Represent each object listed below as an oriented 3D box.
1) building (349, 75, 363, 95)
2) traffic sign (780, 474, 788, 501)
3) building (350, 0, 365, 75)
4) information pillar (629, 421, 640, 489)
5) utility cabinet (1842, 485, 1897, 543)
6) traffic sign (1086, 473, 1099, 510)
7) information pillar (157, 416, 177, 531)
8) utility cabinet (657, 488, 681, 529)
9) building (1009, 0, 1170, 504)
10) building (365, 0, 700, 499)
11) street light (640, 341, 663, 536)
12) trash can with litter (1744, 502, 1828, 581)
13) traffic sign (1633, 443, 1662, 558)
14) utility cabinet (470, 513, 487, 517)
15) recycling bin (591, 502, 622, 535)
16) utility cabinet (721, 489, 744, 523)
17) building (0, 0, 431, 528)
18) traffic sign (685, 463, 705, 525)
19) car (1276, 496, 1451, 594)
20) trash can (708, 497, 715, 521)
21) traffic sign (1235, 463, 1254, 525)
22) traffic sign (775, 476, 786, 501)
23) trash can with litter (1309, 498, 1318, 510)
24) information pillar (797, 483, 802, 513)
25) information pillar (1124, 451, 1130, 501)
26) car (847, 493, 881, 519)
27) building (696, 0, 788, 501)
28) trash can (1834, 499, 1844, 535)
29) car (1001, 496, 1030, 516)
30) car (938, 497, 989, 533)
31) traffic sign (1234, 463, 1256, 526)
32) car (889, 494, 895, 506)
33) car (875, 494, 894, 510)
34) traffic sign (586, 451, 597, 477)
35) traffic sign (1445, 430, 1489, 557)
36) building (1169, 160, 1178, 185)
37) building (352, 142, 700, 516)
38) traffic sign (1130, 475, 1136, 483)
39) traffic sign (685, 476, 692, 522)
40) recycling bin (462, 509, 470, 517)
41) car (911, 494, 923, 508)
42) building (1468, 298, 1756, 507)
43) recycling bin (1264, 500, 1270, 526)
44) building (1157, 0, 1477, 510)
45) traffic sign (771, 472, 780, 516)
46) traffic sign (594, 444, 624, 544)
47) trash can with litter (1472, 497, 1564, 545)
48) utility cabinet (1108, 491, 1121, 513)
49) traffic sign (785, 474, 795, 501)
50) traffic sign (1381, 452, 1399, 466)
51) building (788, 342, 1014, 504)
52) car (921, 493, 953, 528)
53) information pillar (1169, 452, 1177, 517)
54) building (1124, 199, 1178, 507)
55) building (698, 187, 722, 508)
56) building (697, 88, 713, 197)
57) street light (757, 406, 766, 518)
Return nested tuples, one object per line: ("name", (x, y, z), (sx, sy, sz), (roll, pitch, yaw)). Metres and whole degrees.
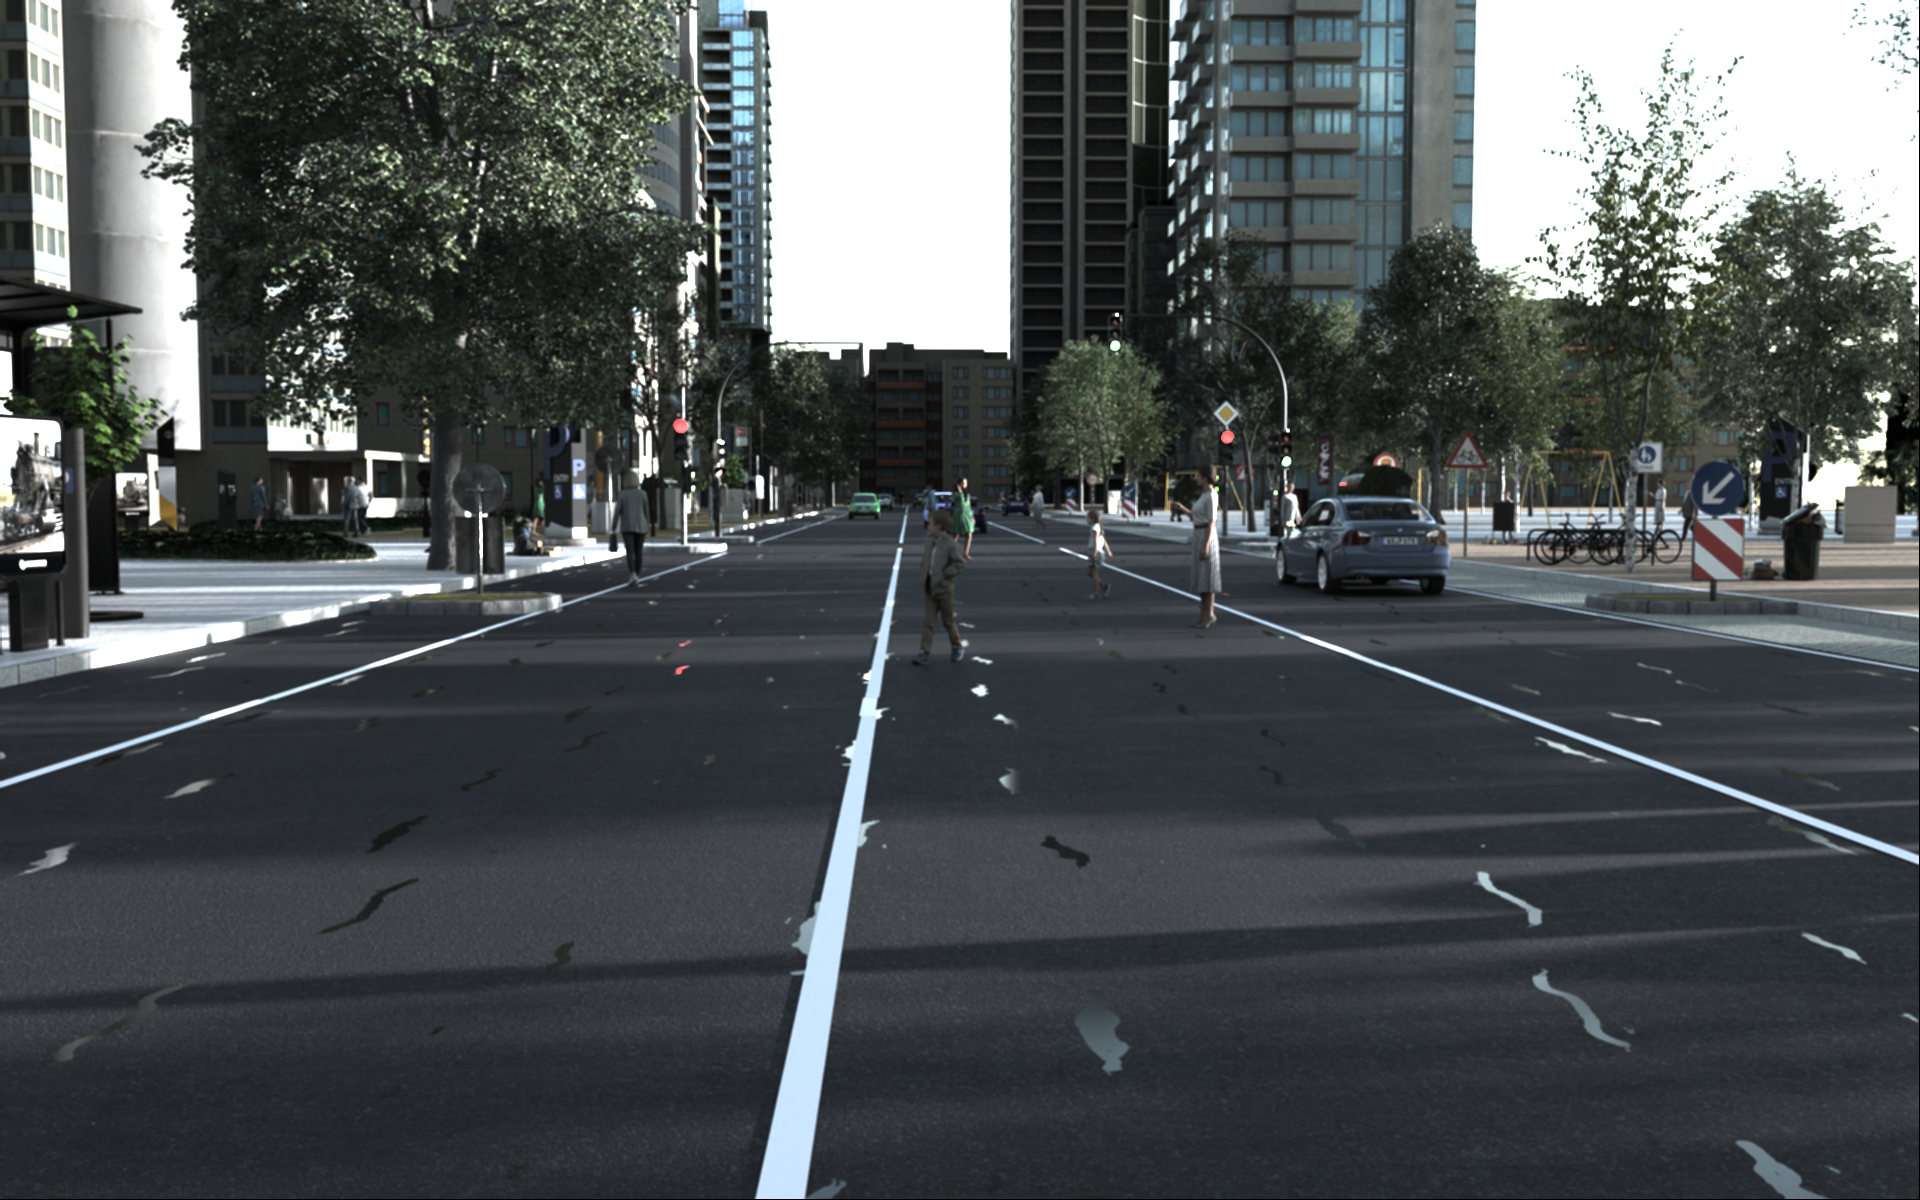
("building", (-61.733, -32.568, 182.603), (14.200, 45.320, 14.600), (0, 4, -2))
("traffic sign", (-11.546, -6.866, 112.362), (0.768, 2.556, 0.104), (0, 4, 7))
("building", (-68.940, -56.065, 229.331), (31.000, 86.520, 22.319), (0, 4, -2))
("information pillar", (-10.421, -3.925, 55.522), (0.183, 3.616, 0.504), (1, 4, 22))
("utility cabinet", (23.471, -2.203, 44.697), (1.173, 1.500, 0.318), (1, 4, 18))
("traffic sign", (8.106, -6.485, 106.132), (0.768, 2.556, 0.104), (0, 4, 4))
("information pillar", (-23.851, -3.716, 52.113), (0.504, 3.616, 0.183), (-1, 4, -21))
("utility cabinet", (-10.591, -3.333, 63.166), (0.318, 1.500, 1.173), (-3, 5, -42))
("building", (17.321, -48.456, 230.512), (20.611, 71.187, 20.563), (0, 4, -2))
("building", (-33.350, -36.526, 139.199), (21.231, 58.520, 28.212), (0, 4, -2))
("street light", (-9.305, -4.866, 52.343), (0.468, 5.910, 1.993), (0, 4, -2))
("trash can with litter", (12.267, -0.878, 25.742), (1.055, 1.170, 0.624), (1, 4, 12))
("traffic sign", (13.588, -1.971, 34.363), (0.606, 2.300, 0.079), (0, 4, 8))
("utility cabinet", (-11.214, -1.789, 40.409), (0.306, 1.237, 1.020), (-1, 4, -10))
("recycling bin", (-11.199, -2.594, 54.960), (0.722, 1.027, 0.722), (3, 4, 38))
("utility cabinet", (-10.176, -4.164, 76.765), (1.173, 1.500, 0.318), (-2, 4, -31))
("building", (-39.791, -23.277, 72.454), (32.217, 40.220, 23.993), (0, 4, -2))
("traffic sign", (-11.125, -4.441, 72.614), (0.884, 2.594, 0.081), (0, 4, 2))
("car", (6.015, -0.864, 26.136), (2.014, 1.417, 4.499), (0, 4, -2))
("trash can", (-11.896, -4.436, 84.183), (0.748, 1.137, 0.748), (0, 3, 0))
("traffic sign", (11.581, -4.315, 70.657), (0.768, 2.556, 0.104), (0, 4, 4))
("traffic sign", (-10.215, -5.897, 98.553), (0.606, 2.300, 0.079), (0, 3, 0))
("trash can with litter", (10.976, -2.668, 55.007), (1.055, 1.170, 0.624), (-3, 5, -41))
("information pillar", (-10.699, -6.777, 115.288), (0.304, 2.012, 0.304), (-1, 4, -18))
("information pillar", (9.128, -6.320, 94.683), (0.183, 3.616, 0.504), (2, 4, 32))
("car", (-5.533, -5.576, 99.960), (1.959, 1.807, 4.718), (0, 4, -2))
("building", (-37.931, -56.073, 229.469), (31.000, 86.520, 22.319), (0, 4, -2))
("trash can", (27.965, -2.631, 54.664), (0.748, 1.137, 0.748), (0, 3, 0))
("car", (3.661, -6.183, 113.666), (1.945, 1.354, 3.894), (0, 4, -1))
("car", (0.145, -3.218, 65.191), (1.945, 1.354, 3.894), (0, 3, 0))
("traffic sign", (11.432, -4.247, 69.435), (0.884, 2.594, 0.081), (0, 4, 1))
("car", (-8.392, -11.191, 194.768), (2.131, 1.459, 4.920), (0, 4, -2))
("car", (-6.931, -8.735, 154.607), (2.131, 1.459, 4.920), (0, 4, -1))
("traffic sign", (-11.086, -3.120, 51.124), (0.768, 2.556, 0.104), (0, 4, 1))
("traffic sign", (10.364, -2.168, 35.459), (0.884, 2.594, 0.081), (0, 4, 1))
("building", (38.587, -37.283, 233.270), (21.600, 48.544, 21.300), (0, 4, -2))
("building", (-32.132, -16.156, 109.192), (27.650, 21.520, 28.899), (0, 4, -2))
("traffic sign", (10.534, -6.525, 106.786), (0.768, 2.556, 0.104), (0, 4, 7))
("traffic sign", (-12.348, -4.861, 79.479), (0.884, 2.594, 0.081), (0, 4, 0))
("recycling bin", (-12.062, -1.794, 41.878), (0.722, 1.027, 0.722), (1, 4, 16))
("car", (-4.112, -10.533, 184.004), (2.131, 1.459, 4.920), (0, 4, -1))
("building", (62.102, -20.549, 181.020), (28.899, 21.520, 27.650), (0, 4, -2))
("recycling bin", (12.590, -3.456, 69.066), (0.722, 1.027, 0.722), (2, 4, 31))
("building", (30.154, -32.378, 148.994), (23.786, 49.044, 30.456), (0, 4, -2))
("traffic sign", (-10.682, -6.225, 101.788), (0.884, 2.594, 0.081), (0, 4, 4))
("traffic sign", (-9.006, -2.714, 44.487), (0.768, 2.556, 0.104), (0, 4, -1))
("trash can with litter", (14.123, -1.997, 43.701), (2.233, 1.210, 1.678), (1, 4, 21))
("utility cabinet", (11.203, -7.202, 126.436), (0.318, 1.500, 1.173), (-2, 4, -32))
("traffic sign", (-11.149, -6.886, 112.686), (0.768, 2.556, 0.104), (0, 4, 0))
("traffic sign", (13.058, -3.245, 53.154), (0.768, 2.556, 0.104), (0, 4, 5))
("building", (-7.990, -23.873, 235.366), (28.899, 21.520, 27.650), (0, 4, -2))
("car", (-0.704, -3.955, 74.256), (1.945, 1.707, 3.694), (0, 4, -1))
("information pillar", (11.920, -6.467, 97.096), (0.183, 3.616, 0.504), (-2, 4, -32))
("building", (24.302, -24.461, 171.641), (14.160, 30.474, 14.107), (0, 4, -2))
("building", (-29.994, -23.827, 161.280), (14.160, 30.474, 14.107), (0, 4, -2))
("building", (-39.180, -32.122, 179.822), (28.867, 44.769, 22.147), (0, 4, -2))
("street light", (-10.416, -7.227, 90.945), (0.468, 5.910, 1.993), (0, 4, -2))
